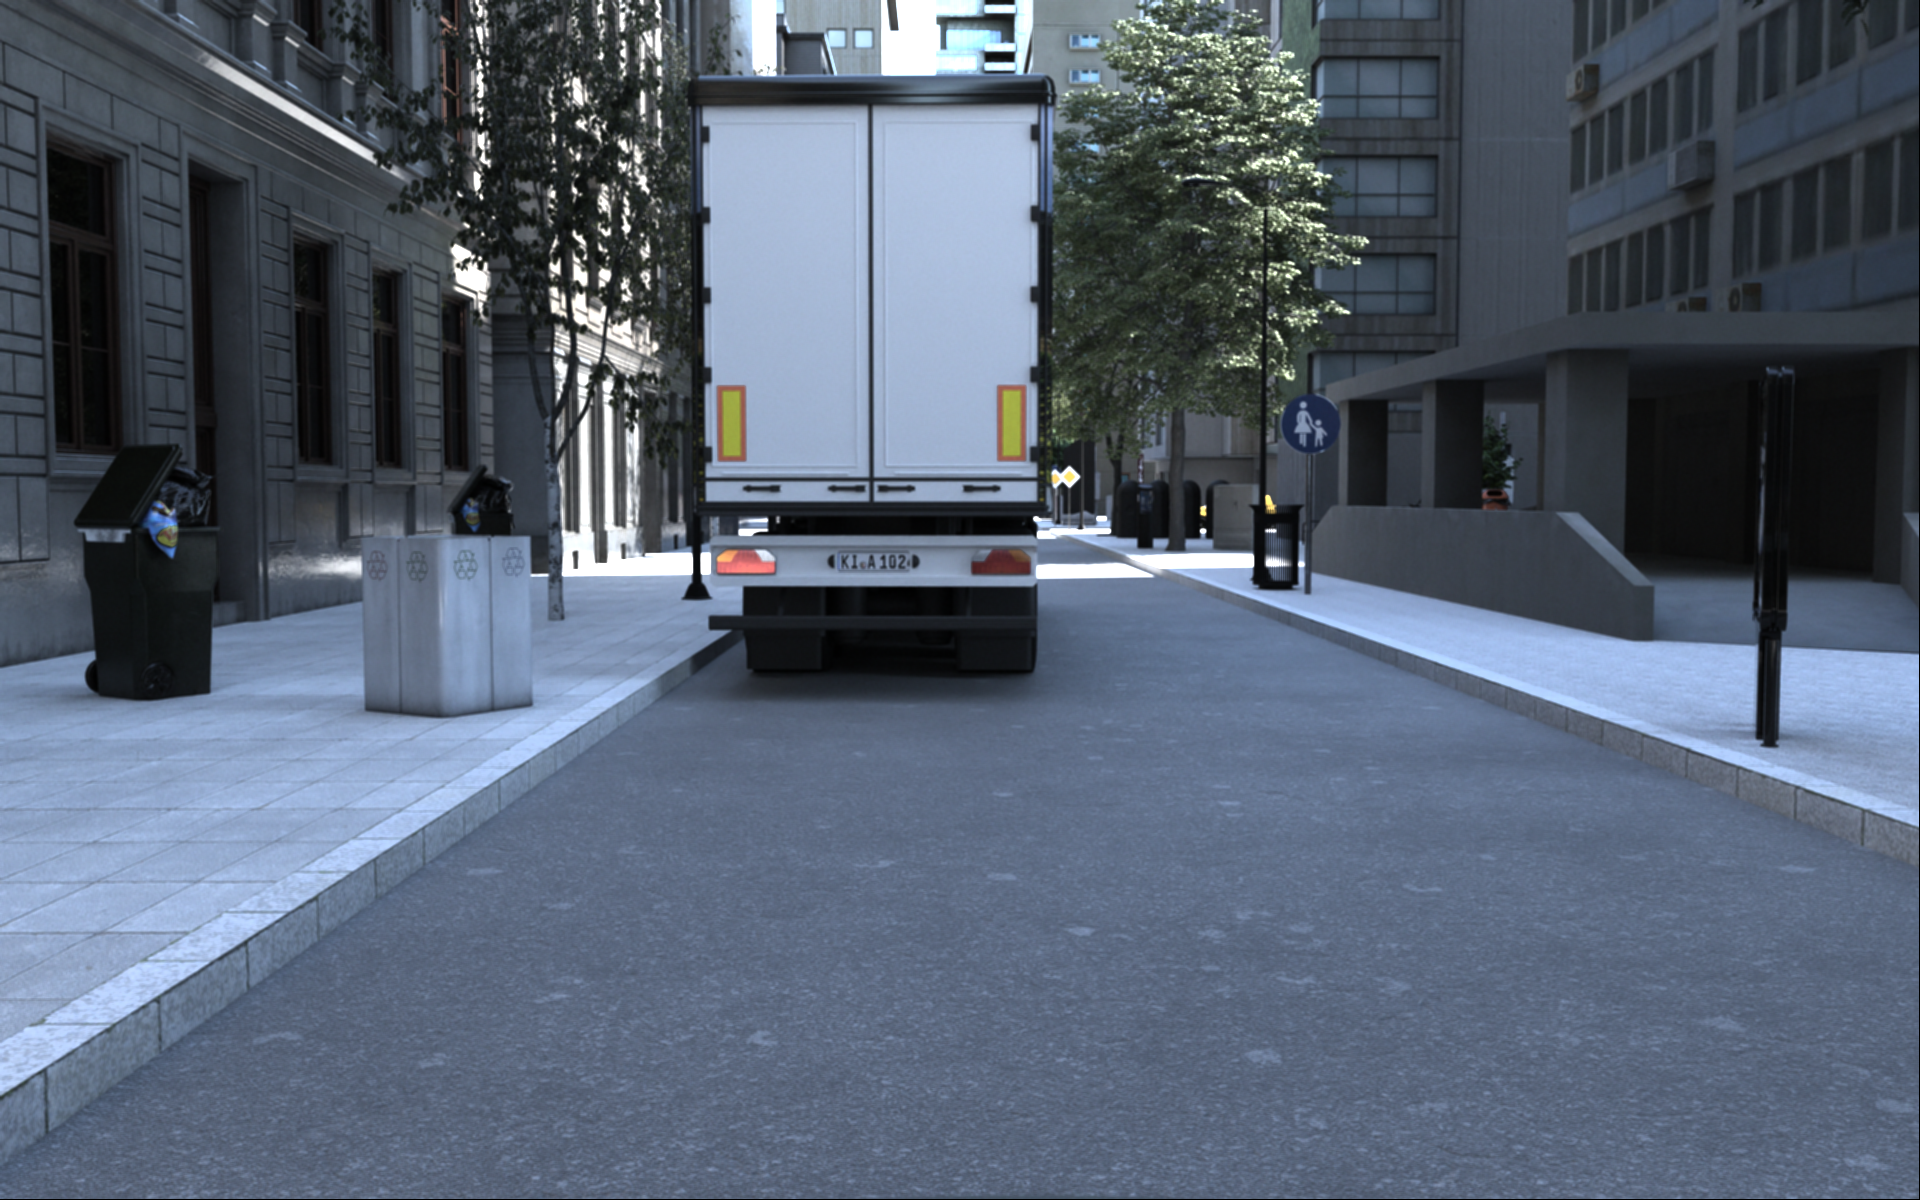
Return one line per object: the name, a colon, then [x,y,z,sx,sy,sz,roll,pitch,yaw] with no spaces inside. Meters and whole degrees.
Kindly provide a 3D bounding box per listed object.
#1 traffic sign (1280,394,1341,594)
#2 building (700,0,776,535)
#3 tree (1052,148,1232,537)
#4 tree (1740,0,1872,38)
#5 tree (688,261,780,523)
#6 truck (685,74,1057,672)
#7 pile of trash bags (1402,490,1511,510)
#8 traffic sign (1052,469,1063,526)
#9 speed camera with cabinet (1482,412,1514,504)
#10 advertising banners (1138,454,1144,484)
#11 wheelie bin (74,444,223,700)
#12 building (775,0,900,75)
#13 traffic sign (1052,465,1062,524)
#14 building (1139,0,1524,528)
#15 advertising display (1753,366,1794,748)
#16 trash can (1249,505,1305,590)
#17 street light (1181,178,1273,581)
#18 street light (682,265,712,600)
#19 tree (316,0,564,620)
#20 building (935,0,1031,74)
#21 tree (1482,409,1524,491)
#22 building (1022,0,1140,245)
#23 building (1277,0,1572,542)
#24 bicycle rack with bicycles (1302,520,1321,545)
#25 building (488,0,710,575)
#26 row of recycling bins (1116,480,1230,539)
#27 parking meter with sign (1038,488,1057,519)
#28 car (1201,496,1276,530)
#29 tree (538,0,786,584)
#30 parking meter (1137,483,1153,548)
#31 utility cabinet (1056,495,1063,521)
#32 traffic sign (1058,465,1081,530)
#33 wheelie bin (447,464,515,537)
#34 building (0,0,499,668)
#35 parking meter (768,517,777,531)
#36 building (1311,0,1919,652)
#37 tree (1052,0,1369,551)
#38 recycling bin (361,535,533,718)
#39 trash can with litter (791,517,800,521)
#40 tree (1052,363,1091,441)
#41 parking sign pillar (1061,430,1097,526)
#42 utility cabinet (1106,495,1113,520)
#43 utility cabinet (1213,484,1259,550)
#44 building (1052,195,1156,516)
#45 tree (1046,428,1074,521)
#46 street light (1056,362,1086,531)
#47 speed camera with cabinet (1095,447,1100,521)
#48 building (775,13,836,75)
traffic sign: [4.456,-1.346,22.111,0.768,2.556,0.104,0,4,2]
building: [-15.695,-16.271,51.934,20.117,28.700,13.634,0,4,0]
tree: [4.686,-7.750,52.461,9.928,11.665,9.643,0,3,0]
tree: [4.805,-4.302,4.745,8.767,10.594,7.601,0,4,5]
tree: [-3.779,-5.257,36.309,4.737,8.622,4.395,0,3,0]
truck: [-0.449,-1.731,17.216,2.839,4.237,11.283,0,4,2]
pile of trash bags: [9.586,-1.596,35.852,3.447,1.369,1.912,1,4,17]
traffic sign: [3.782,-3.993,68.923,0.795,2.450,0.064,0,4,0]
speed camera with cabinet: [12.649,-2.942,42.437,0.660,3.252,2.038,-2,4,-23]
advertising banners: [8.122,-4.786,74.440,0.090,3.025,2.074,-1,4,-22]
wheelie bin: [-5.173,-0.194,11.079,0.980,1.594,0.693,2,4,34]
building: [-20.552,-35.600,171.296,28.713,52.752,27.495,0,4,0]
traffic sign: [4.059,-4.606,75.409,0.768,2.556,0.104,1,4,9]
building: [15.658,-24.079,77.291,14.086,41.232,14.154,0,4,0]
advertising display: [4.275,-0.240,9.133,0.123,1.923,0.974,1,4,22]
trash can: [4.267,-0.718,23.385,0.748,1.137,0.748,0,3,0]
street light: [3.951,-3.246,25.611,1.470,5.913,1.316,0,4,0]
street light: [-2.669,-2.962,20.965,1.470,5.913,1.316,0,4,0]
tree: [-4.081,-4.086,17.162,4.360,8.622,3.978,0,3,0]
building: [8.269,-56.638,238.700,31.000,86.520,22.319,0,4,0]
tree: [11.991,-2.715,38.994,1.663,3.219,1.824,0,3,0]
building: [16.856,-32.925,162.031,21.300,48.544,21.600,0,4,0]
building: [16.256,-22.479,51.127,14.154,41.232,14.086,0,4,0]
bicycle rack with bicycles: [9.833,-1.804,42.884,2.925,0.926,2.852,0,4,-6]
building: [-11.170,-11.417,35.814,9.793,20.994,18.267,0,4,0]
row of recycling bins: [6.223,-2.642,50.314,3.534,1.692,1.069,2,4,24]
parking meter with sign: [4.754,-5.662,88.829,1.738,3.016,0.543,3,5,42]
car: [10.250,-3.409,65.964,3.980,1.641,2.015,0,4,0]
tree: [-3.951,-4.711,27.391,4.360,8.622,3.978,0,3,0]
parking meter: [4.398,-1.999,41.087,0.372,1.533,0.369,0,3,0]
utility cabinet: [4.571,-4.135,78.772,0.306,1.237,1.020,-1,4,-9]
traffic sign: [3.846,-3.504,60.938,0.795,2.450,0.064,0,4,0]
wheelie bin: [-5.166,-0.662,18.726,0.693,1.594,0.980,-1,4,-21]
building: [-12.061,-11.000,16.006,11.583,22.565,21.152,0,4,0]
parking meter: [-4.656,-2.153,43.608,0.372,1.533,0.369,0,3,0]
building: [21.923,-20.125,20.932,32.217,40.220,23.993,0,4,0]
tree: [5.295,-7.368,38.598,7.486,12.596,7.792,0,3,0]
recycling bin: [-3.061,0.134,10.358,0.722,1.027,0.722,2,4,32]
trash can with litter: [-4.624,-2.083,45.443,1.055,1.170,0.624,-1,4,-13]
tree: [5.224,-8.806,94.345,4.737,8.622,4.395,0,3,0]
parking sign pillar: [4.867,-5.036,70.810,1.447,3.967,1.447,0,4,5]
utility cabinet: [7.413,-4.505,84.813,0.306,1.237,1.020,1,4,20]
utility cabinet: [6.317,-1.892,39.608,0.318,1.500,1.173,-3,4,-39]
building: [20.461,-16.493,114.706,27.650,21.520,28.899,0,4,0]
tree: [4.711,-6.155,84.356,4.285,4.588,4.351,0,3,0]
street light: [3.744,-5.403,60.887,1.470,5.913,1.316,0,4,0]
speed camera with cabinet: [5.215,-4.806,72.909,0.660,3.252,2.038,-1,4,-20]
building: [-12.797,-16.285,85.323,14.314,24.678,30.058,0,4,0]
